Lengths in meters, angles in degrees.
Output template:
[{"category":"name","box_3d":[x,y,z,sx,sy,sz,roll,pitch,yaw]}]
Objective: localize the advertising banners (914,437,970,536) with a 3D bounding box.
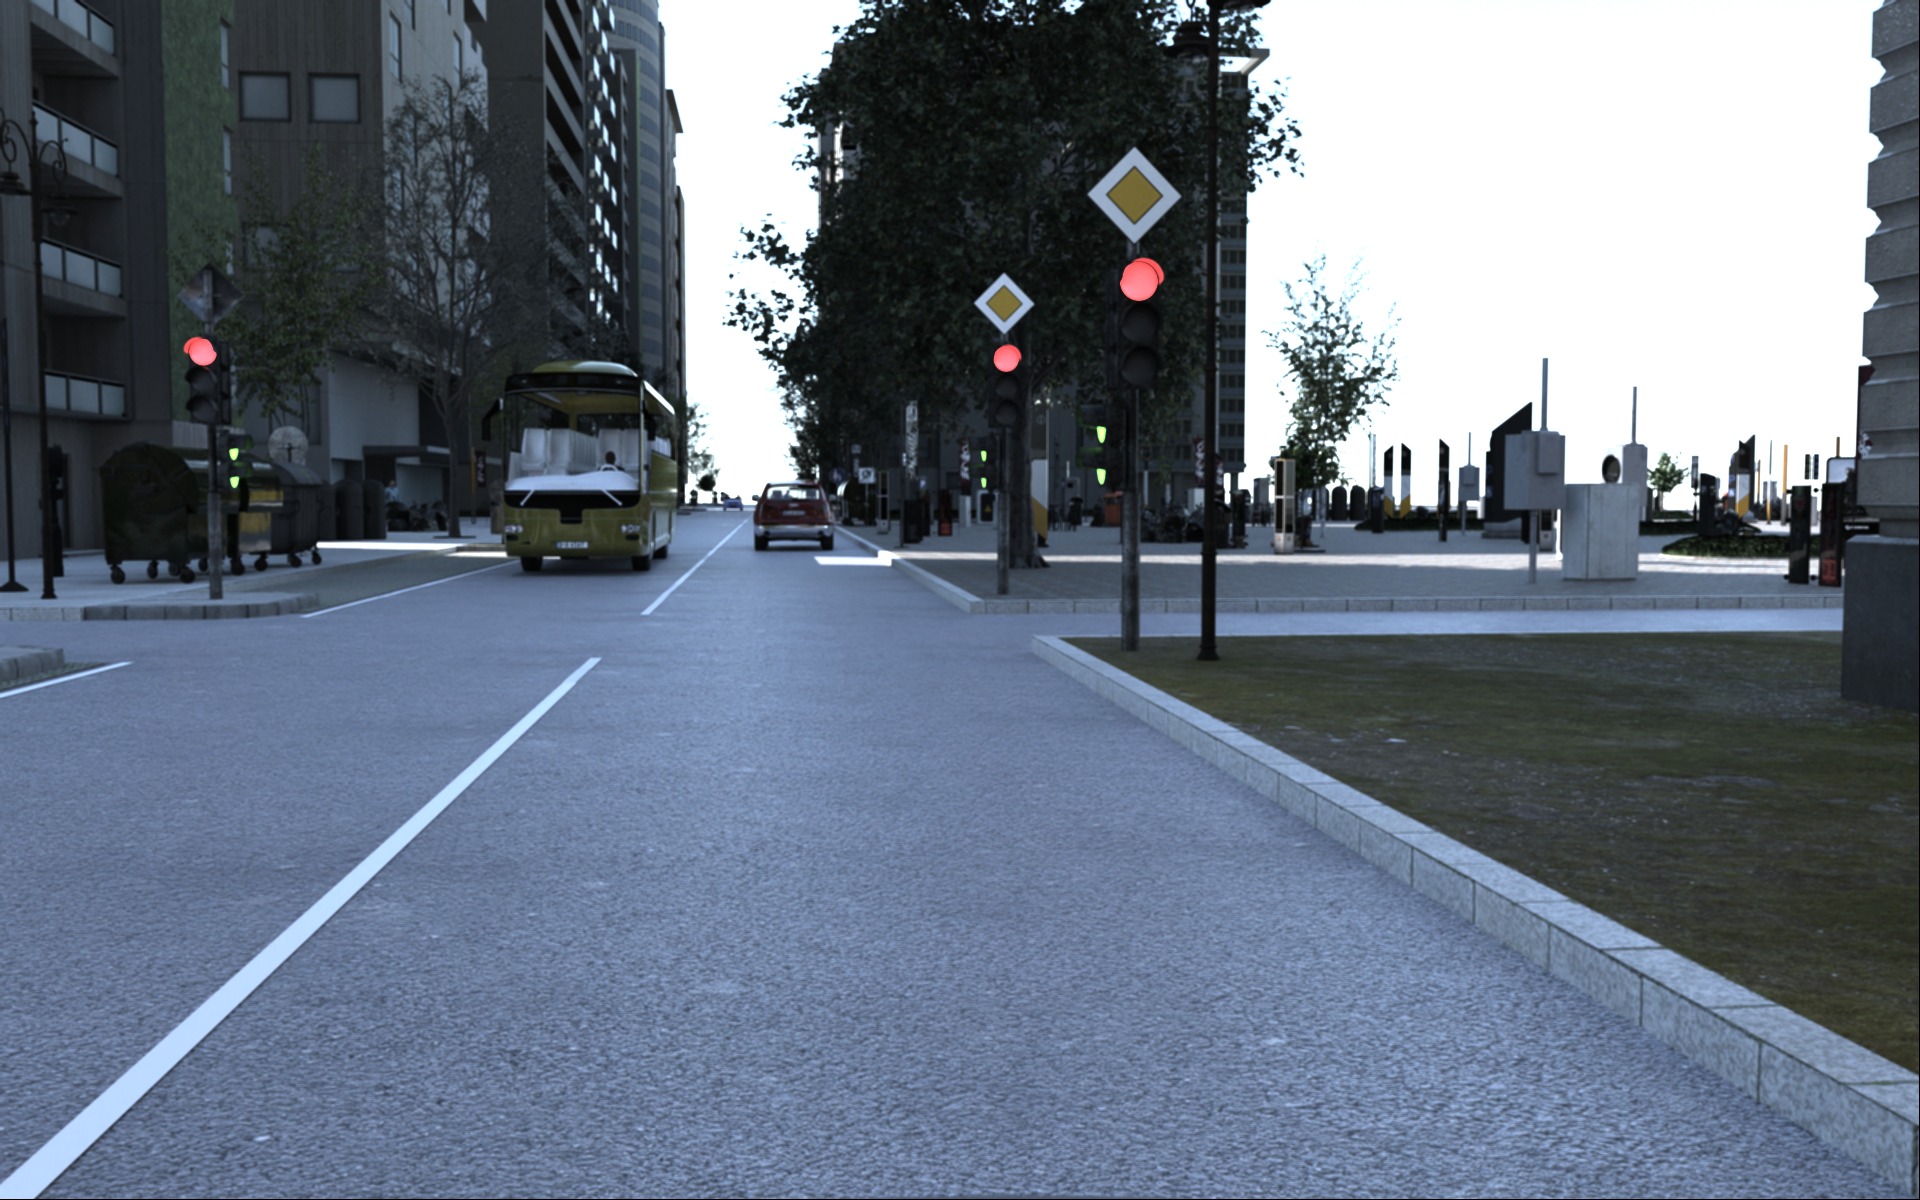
[{"category":"advertising banners","box_3d":[-0.485,-3.470,52.920,2.074,3.025,0.090,-2,4,-30]}]

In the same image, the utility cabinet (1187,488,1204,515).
[{"category":"utility cabinet","box_3d":[9.384,-3.679,68.834,0.318,1.500,1.173,2,4,29]}]

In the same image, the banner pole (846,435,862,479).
[{"category":"banner pole","box_3d":[-4.525,-5.080,73.080,0.863,3.779,0.401,-1,4,-21]}]

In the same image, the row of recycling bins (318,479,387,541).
[{"category":"row of recycling bins","box_3d":[-17.297,-2.486,47.754,1.069,1.692,3.534,2,4,30]}]

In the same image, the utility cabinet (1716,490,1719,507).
[{"category":"utility cabinet","box_3d":[41.982,-5.357,96.261,0.318,1.500,1.173,1,4,20]}]

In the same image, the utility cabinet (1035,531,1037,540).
[{"category":"utility cabinet","box_3d":[1.800,-2.261,48.121,0.306,1.237,1.020,3,5,43]}]

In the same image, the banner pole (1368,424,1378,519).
[{"category":"banner pole","box_3d":[14.858,-4.429,62.434,0.401,3.779,0.863,3,4,36]}]

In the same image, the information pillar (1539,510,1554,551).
[{"category":"information pillar","box_3d":[13.216,-2.110,38.994,0.304,2.012,0.304,1,4,22]}]

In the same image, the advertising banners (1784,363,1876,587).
[{"category":"advertising banners","box_3d":[12.092,-1.702,24.018,0.090,3.025,2.074,0,4,-5]}]

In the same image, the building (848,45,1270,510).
[{"category":"building","box_3d":[6.897,-27.671,144.296,32.217,40.220,23.993,0,4,-6]}]

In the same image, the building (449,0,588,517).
[{"category":"building","box_3d":[-34.494,-29.383,104.114,21.300,48.544,21.600,0,4,-6]}]

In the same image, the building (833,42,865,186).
[{"category":"building","box_3d":[-0.580,-37.402,200.755,28.713,52.752,27.495,0,4,-6]}]

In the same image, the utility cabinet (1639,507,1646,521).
[{"category":"utility cabinet","box_3d":[23.115,-2.973,59.778,0.306,1.237,1.020,-3,5,-42]}]

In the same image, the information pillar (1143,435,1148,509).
[{"category":"information pillar","box_3d":[6.549,-4.264,61.077,0.183,3.616,0.504,0,4,-1]}]

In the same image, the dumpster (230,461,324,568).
[{"category":"dumpster","box_3d":[-12.118,-1.524,30.668,1.264,1.857,1.865,0,4,-6]}]

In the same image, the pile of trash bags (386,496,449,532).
[{"category":"pile of trash bags","box_3d":[-19.191,-3.057,59.731,3.447,1.369,1.912,2,4,26]}]

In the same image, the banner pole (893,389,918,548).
[{"category":"banner pole","box_3d":[-1.240,-3.118,40.999,0.401,3.779,0.863,-3,5,-39]}]

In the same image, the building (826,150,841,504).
[{"category":"building","box_3d":[-9.833,-34.916,220.992,14.600,45.320,14.200,0,4,-6]}]

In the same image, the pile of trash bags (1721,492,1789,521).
[{"category":"pile of trash bags","box_3d":[38.373,-4.492,83.194,3.447,1.369,1.912,0,4,6]}]

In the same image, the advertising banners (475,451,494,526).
[{"category":"advertising banners","box_3d":[-18.614,-4.488,69.561,2.074,3.025,0.090,1,4,22]}]

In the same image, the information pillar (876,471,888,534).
[{"category":"information pillar","box_3d":[-2.475,-3.108,55.315,0.304,2.012,0.304,-1,4,-21]}]

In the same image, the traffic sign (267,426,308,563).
[{"category":"traffic sign","box_3d":[-12.504,-1.964,32.224,0.768,2.556,0.104,0,4,2]}]

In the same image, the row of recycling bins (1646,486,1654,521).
[{"category":"row of recycling bins","box_3d":[29.783,-4.374,78.632,3.534,1.692,1.069,-1,4,-14]}]

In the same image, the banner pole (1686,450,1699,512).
[{"category":"banner pole","box_3d":[41.396,-6.604,97.985,0.863,3.779,0.401,0,4,-1]}]

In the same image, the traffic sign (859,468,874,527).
[{"category":"traffic sign","box_3d":[-3.645,-4.002,67.558,0.606,2.300,0.079,0,4,-3]}]

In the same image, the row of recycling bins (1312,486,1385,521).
[{"category":"row of recycling bins","box_3d":[18.783,-4.682,83.656,3.534,1.692,1.069,0,4,-3]}]

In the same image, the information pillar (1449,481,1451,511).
[{"category":"information pillar","box_3d":[27.098,-5.616,96.309,0.304,2.012,0.304,-1,4,-19]}]

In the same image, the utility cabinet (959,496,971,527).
[{"category":"utility cabinet","box_3d":[0.192,-3.426,67.183,0.306,1.237,1.020,1,4,11]}]

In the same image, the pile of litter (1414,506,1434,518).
[{"category":"pile of litter","box_3d":[17.381,-3.131,65.155,1.719,0.858,1.176,2,4,35]}]

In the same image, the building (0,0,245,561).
[{"category":"building","box_3d":[-23.881,-21.435,34.051,14.154,41.232,14.086,0,4,-6]}]

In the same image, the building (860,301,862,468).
[{"category":"building","box_3d":[0.344,-21.575,124.455,14.160,30.474,14.107,0,4,-6]}]

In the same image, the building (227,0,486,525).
[{"category":"building","box_3d":[-35.715,-29.641,73.868,28.713,52.752,27.495,0,4,-6]}]

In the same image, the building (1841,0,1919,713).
[{"category":"building","box_3d":[11.278,-10.559,1.518,11.050,23.489,19.941,0,4,-6]}]

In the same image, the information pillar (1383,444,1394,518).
[{"category":"information pillar","box_3d":[19.914,-5.451,80.474,0.504,3.616,0.183,2,4,26]}]

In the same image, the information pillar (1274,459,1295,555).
[{"category":"information pillar","box_3d":[6.864,-1.966,36.633,0.304,2.012,0.304,-2,4,-34]}]

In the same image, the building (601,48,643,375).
[{"category":"building","box_3d":[-35.814,-28.760,153.820,14.154,41.232,14.086,0,4,-6]}]

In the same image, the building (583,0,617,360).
[{"category":"building","box_3d":[-37.917,-31.245,130.457,23.786,49.044,30.456,0,4,-6]}]

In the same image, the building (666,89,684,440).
[{"category":"building","box_3d":[-50.169,-38.671,221.503,28.713,52.752,27.495,0,4,-6]}]

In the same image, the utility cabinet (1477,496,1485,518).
[{"category":"utility cabinet","box_3d":[22.517,-3.830,73.784,1.020,1.237,0.306,-2,4,-25]}]

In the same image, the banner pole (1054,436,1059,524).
[{"category":"banner pole","box_3d":[4.179,-5.201,75.057,0.401,3.779,0.863,-1,4,-10]}]

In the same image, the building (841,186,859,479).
[{"category":"building","box_3d":[-4.321,-23.943,163.174,14.160,30.474,14.107,0,4,-6]}]

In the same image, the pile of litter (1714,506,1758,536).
[{"category":"pile of litter","box_3d":[22.516,-2.204,50.008,1.719,0.858,1.176,-1,4,-22]}]

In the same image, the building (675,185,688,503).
[{"category":"building","box_3d":[-45.739,-36.287,243.400,14.600,45.320,14.200,0,4,-6]}]

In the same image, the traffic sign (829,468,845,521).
[{"category":"traffic sign","box_3d":[-5.901,-5.095,83.414,0.768,2.556,0.104,0,4,-5]}]

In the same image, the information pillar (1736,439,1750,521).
[{"category":"information pillar","box_3d":[33.107,-5.008,73.235,0.504,3.616,0.183,0,4,8]}]

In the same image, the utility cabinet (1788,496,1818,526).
[{"category":"utility cabinet","box_3d":[33.745,-3.556,69.302,1.020,1.237,0.306,2,4,33]}]

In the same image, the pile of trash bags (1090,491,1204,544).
[{"category":"pile of trash bags","box_3d":[5.114,-2.206,45.815,3.447,1.369,1.912,-3,4,-39]}]

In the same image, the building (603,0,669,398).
[{"category":"building","box_3d":[-44.174,-39.864,193.780,21.231,58.520,28.212,0,4,-6]}]

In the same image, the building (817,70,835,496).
[{"category":"building","box_3d":[-9.367,-42.819,242.091,21.231,58.520,28.212,0,4,-6]}]

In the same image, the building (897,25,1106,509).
[{"category":"building","box_3d":[1.370,-20.716,110.403,14.160,30.474,14.107,0,4,-6]}]

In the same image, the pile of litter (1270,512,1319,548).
[{"category":"pile of litter","box_3d":[8.117,-1.720,42.092,1.176,0.858,1.719,0,4,6]}]
